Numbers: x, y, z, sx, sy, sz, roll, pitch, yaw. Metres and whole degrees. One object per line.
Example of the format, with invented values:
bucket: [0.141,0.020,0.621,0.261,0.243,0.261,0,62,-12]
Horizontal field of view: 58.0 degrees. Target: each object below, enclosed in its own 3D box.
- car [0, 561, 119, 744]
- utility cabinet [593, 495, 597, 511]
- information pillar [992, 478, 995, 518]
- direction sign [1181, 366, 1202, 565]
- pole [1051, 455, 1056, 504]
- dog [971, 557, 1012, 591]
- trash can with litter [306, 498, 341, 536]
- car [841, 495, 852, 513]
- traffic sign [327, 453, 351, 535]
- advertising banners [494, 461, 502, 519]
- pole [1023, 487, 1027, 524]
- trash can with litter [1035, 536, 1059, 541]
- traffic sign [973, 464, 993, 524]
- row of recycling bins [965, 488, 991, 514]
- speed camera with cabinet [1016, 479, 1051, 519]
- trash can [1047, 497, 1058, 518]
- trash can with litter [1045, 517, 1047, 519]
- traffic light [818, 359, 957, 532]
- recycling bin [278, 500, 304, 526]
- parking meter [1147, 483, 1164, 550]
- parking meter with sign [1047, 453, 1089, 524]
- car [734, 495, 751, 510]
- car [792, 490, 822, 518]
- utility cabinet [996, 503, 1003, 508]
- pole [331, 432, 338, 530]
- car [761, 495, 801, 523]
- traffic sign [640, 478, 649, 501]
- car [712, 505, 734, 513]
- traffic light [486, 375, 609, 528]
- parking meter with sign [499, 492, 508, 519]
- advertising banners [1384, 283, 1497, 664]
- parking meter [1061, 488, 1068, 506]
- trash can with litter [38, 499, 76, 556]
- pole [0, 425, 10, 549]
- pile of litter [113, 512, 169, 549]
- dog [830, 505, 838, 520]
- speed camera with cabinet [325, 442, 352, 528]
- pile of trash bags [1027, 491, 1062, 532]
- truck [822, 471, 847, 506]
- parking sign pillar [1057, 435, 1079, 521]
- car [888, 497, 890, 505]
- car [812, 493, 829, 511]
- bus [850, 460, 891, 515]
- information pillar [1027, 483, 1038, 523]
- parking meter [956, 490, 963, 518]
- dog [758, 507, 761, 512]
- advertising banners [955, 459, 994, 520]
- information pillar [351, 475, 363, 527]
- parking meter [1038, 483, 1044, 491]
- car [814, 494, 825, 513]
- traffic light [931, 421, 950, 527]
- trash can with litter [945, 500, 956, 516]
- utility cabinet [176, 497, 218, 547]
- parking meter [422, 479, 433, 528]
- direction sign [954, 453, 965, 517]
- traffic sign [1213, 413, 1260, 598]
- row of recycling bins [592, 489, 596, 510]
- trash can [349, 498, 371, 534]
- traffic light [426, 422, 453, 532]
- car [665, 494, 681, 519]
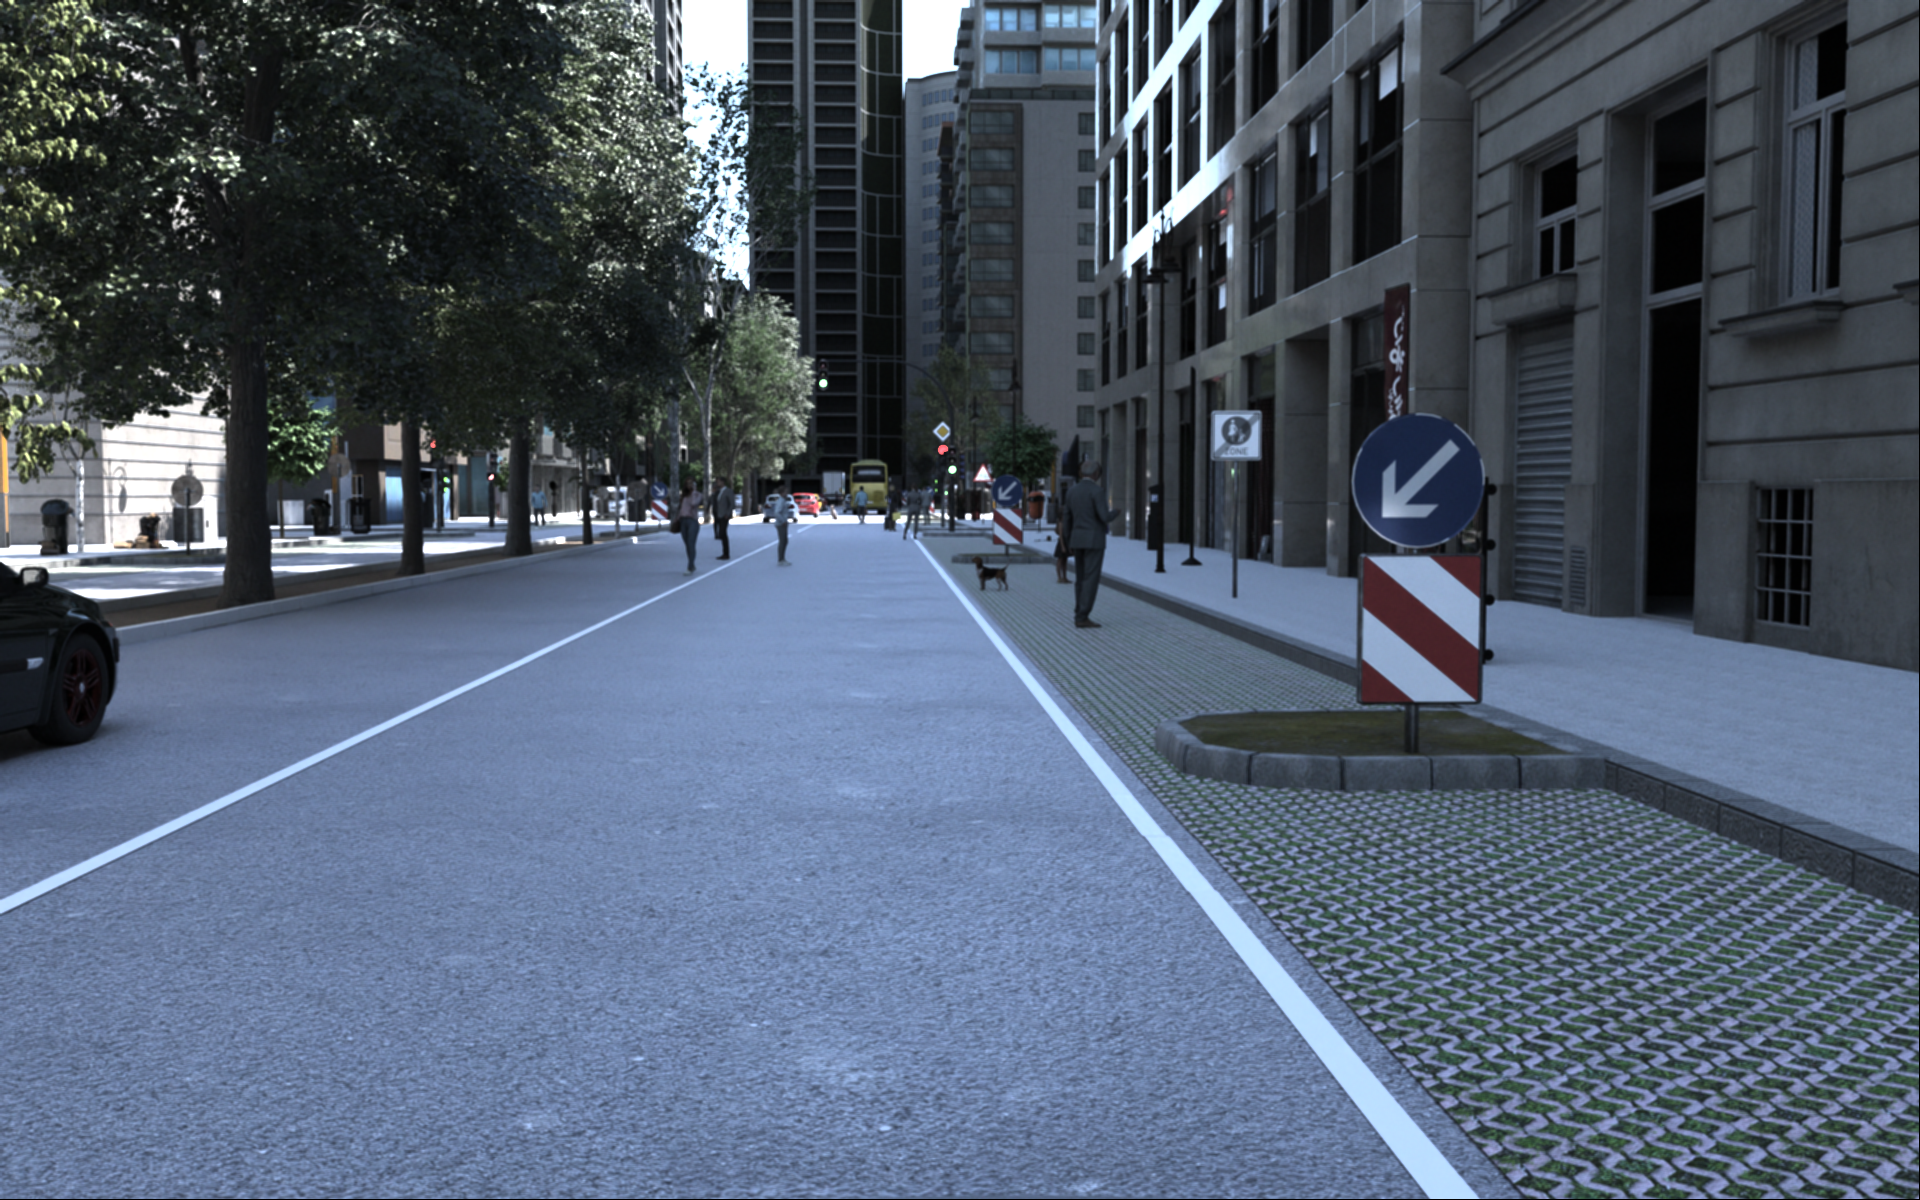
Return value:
car: [-5.867,0.066,8.709,2.009,1.686,4.222,0,4,-1]
utility cabinet: [-27.194,-7.229,129.363,0.306,1.237,1.020,0,4,0]
information pillar: [2.013,-6.283,94.087,0.504,3.616,0.183,-2,4,-34]
direction sign: [4.189,-2.399,31.219,0.379,3.537,0.876,1,4,11]
pole: [4.055,-4.975,75.185,0.158,3.312,0.155,0,3,0]
dog: [0.465,-0.387,25.621,0.540,0.507,0.406,-1,4,-13]
trash can with litter: [-19.638,-2.575,53.486,0.624,1.170,1.055,1,4,11]
car: [-8.042,-7.336,131.953,2.014,1.417,4.499,0,4,-4]
traffic sign: [-19.434,-3.307,54.183,0.768,2.556,0.104,0,4,4]
advertising banners: [-24.244,-5.795,90.932,0.090,3.025,2.074,0,4,-1]
pole: [2.742,-4.886,73.731,0.158,3.312,0.155,0,3,0]
trash can with litter: [3.034,-2.230,47.525,2.233,1.210,1.678,-1,4,-17]
traffic sign: [0.983,-4.497,73.527,0.884,2.594,0.081,0,3,0]
row of recycling bins: [1.113,-6.442,112.438,1.069,1.692,3.534,-1,4,-16]
speed camera with cabinet: [3.973,-5.854,90.055,0.660,3.252,2.038,-3,4,-39]
trash can: [4.477,-4.308,82.094,0.748,1.137,0.748,0,3,0]
trash can with litter: [4.653,-4.432,83.857,1.055,1.170,0.624,0,4,-5]
traffic light: [-2.388,-5.139,58.683,4.771,5.953,1.251,0,4,-3]
recycling bin: [-26.810,-3.478,69.412,0.722,1.027,0.722,2,4,25]
parking meter: [4.483,-1.912,39.674,0.372,1.533,0.369,0,3,0]
parking meter with sign: [4.592,-4.771,74.260,1.738,3.016,0.543,1,4,23]
car: [-19.348,-8.610,153.140,2.083,1.381,4.827,0,4,-2]
car: [-9.417,-5.824,104.259,2.155,1.783,4.494,0,4,-3]
utility cabinet: [1.913,-4.497,84.685,0.306,1.237,1.020,0,4,-1]
pole: [-19.935,-3.758,55.283,0.158,3.312,0.155,0,3,0]
car: [-9.033,-4.610,87.368,2.014,1.417,4.499,0,4,-4]
traffic sign: [-22.333,-7.398,122.149,0.795,2.450,0.064,0,4,-1]
car: [-17.762,-7.116,128.353,2.014,1.417,4.499,0,4,-2]
traffic light: [-15.787,-5.599,66.206,4.771,5.953,1.251,0,4,-3]
parking meter with sign: [-23.319,-5.676,89.060,1.738,3.016,0.543,-3,5,-41]
advertising banners: [3.796,-1.083,13.893,0.090,3.025,2.074,-1,4,-9]
parking meter: [4.372,-3.864,71.590,0.372,1.533,0.369,0,3,0]
trash can with litter: [-19.048,-1.536,36.500,0.624,1.170,1.055,-1,4,-18]
pole: [-22.439,-2.860,40.598,0.158,3.312,0.155,0,3,0]
pile of litter: [-19.242,-1.632,40.645,1.176,0.858,1.719,-2,4,-34]
dog: [-6.817,-4.807,95.434,0.800,0.831,0.513,-1,4,-21]
speed camera with cabinet: [-23.605,-4.365,65.707,0.660,3.252,2.038,-2,4,-32]
pile of trash bags: [3.859,-3.001,58.818,3.447,1.369,1.912,-2,4,-24]
truck: [-15.431,-13.718,213.202,2.839,4.237,11.283,0,4,-2]
parking sign pillar: [4.964,-5.472,77.937,1.447,3.967,1.447,1,4,20]
car: [-7.947,-12.584,215.334,1.945,1.707,3.694,0,4,-3]
car: [-12.337,-8.526,148.441,2.155,1.783,4.494,0,4,-1]
bus: [-6.385,-8.045,123.074,2.896,3.916,12.252,0,4,-2]
information pillar: [3.116,-4.352,75.642,0.304,2.012,0.304,1,4,18]
parking meter: [-0.030,-5.277,94.685,0.372,1.533,0.369,0,3,0]
dog: [-14.758,-6.667,128.296,0.406,0.507,0.540,1,4,10]
advertising banners: [0.765,-5.538,86.740,2.074,3.025,0.090,1,4,16]
information pillar: [-23.542,-3.863,67.653,0.304,2.012,0.304,2,4,26]
parking meter: [4.667,-5.783,100.256,0.255,1.863,0.399,-2,4,-30]
car: [-11.560,-7.606,134.585,2.015,1.641,3.980,0,4,-1]
traffic light: [-0.681,-4.769,66.899,0.839,4.253,0.868,0,4,-3]
trash can with litter: [-0.334,-5.446,100.426,1.055,1.170,0.624,0,4,3]
utility cabinet: [-18.644,-1.906,42.329,0.306,1.237,1.020,2,4,24]
parking meter: [-20.056,-3.640,65.227,0.255,1.863,0.399,1,4,12]
direction sign: [-0.126,-6.346,95.760,0.876,3.537,0.379,2,4,26]
traffic sign: [3.402,-1.177,21.379,0.606,2.300,0.079,0,4,6]
row of recycling bins: [-26.574,-7.645,132.115,3.534,1.692,1.069,2,4,28]
trash can: [-19.314,-2.700,55.806,0.748,1.137,0.748,0,3,0]
traffic light: [-17.494,-4.231,58.096,0.839,4.253,0.868,0,4,-3]
car: [-15.688,-5.311,96.625,2.009,1.686,4.222,0,4,-5]
